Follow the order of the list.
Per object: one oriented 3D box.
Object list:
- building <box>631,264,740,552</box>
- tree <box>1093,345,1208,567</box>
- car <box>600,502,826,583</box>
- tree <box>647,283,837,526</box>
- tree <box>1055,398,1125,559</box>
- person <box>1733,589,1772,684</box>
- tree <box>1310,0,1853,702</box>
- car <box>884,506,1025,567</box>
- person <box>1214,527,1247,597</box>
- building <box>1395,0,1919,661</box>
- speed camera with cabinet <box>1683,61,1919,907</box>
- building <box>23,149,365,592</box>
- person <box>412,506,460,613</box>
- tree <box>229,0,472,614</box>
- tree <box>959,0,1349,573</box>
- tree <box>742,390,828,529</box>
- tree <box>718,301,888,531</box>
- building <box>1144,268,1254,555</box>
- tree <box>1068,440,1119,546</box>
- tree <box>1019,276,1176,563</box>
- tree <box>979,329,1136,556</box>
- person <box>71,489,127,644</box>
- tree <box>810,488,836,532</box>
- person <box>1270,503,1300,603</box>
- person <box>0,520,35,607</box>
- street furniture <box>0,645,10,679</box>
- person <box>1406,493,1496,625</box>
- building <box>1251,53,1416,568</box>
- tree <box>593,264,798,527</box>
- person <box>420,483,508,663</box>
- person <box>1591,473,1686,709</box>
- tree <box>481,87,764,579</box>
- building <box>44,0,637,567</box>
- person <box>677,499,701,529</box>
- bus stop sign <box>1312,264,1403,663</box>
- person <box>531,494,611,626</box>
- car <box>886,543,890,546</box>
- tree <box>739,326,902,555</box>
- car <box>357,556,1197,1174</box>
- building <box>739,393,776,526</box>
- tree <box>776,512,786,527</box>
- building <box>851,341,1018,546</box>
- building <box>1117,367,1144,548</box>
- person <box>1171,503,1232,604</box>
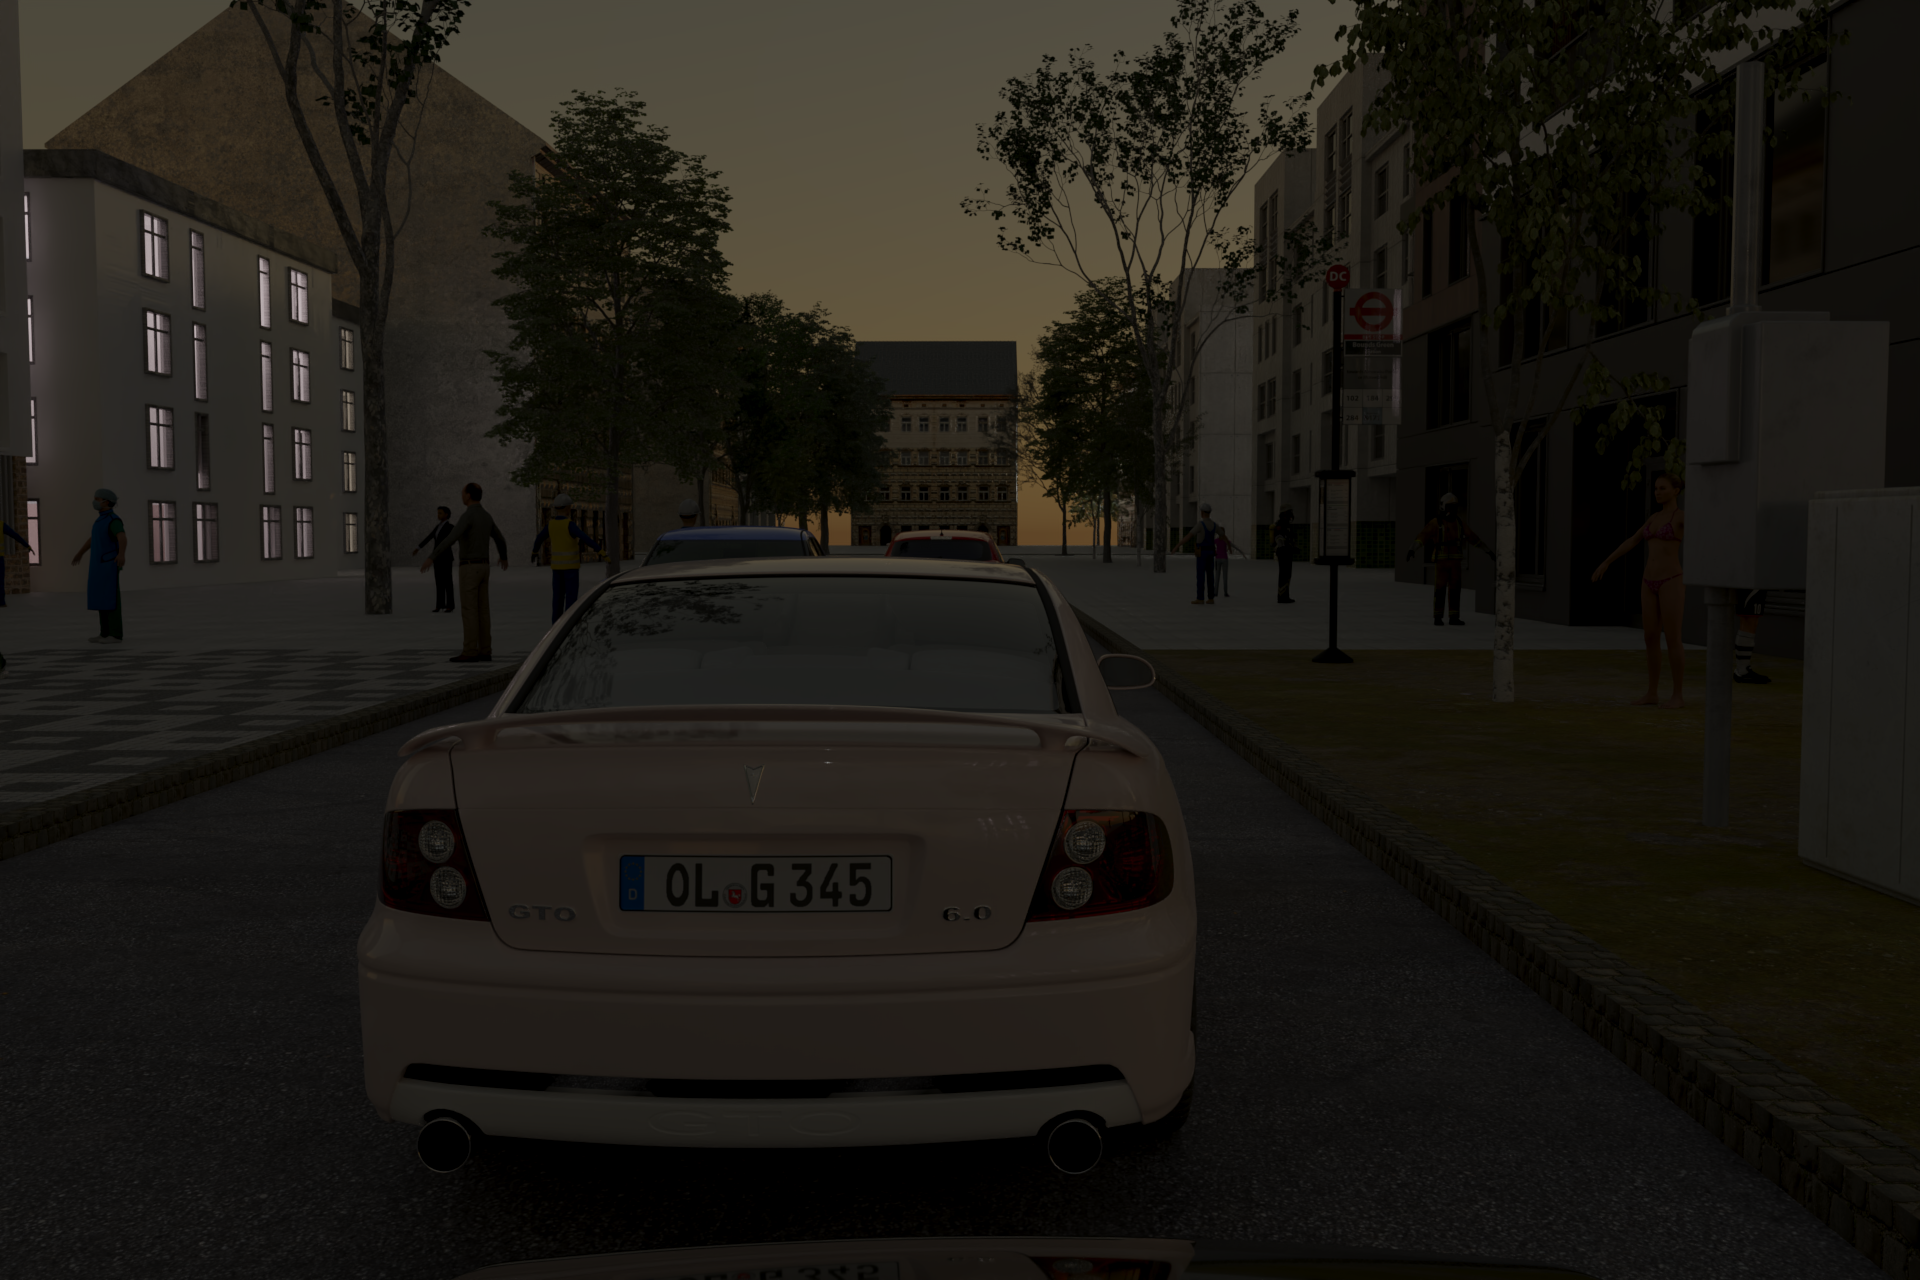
[{"bbox_3d":[-27.148,-18.394,131.677,19.493,23.208,18.063,0,4,-1],"label":"building"},{"bbox_3d":[6.880,-7.207,68.197,4.360,8.622,3.978,0,3,0],"label":"tree"},{"bbox_3d":[-1.726,-0.229,13.329,1.945,1.707,3.694,0,4,0],"label":"car"},{"bbox_3d":[-8.819,-8.856,70.558,9.928,11.665,9.643,0,3,0],"label":"tree"},{"bbox_3d":[6.802,-8.448,88.486,4.737,8.622,4.395,0,3,0],"label":"tree"},{"bbox_3d":[6.858,-0.540,14.971,0.704,1.843,1.345,1,4,21],"label":"person"},{"bbox_3d":[4.239,-3.818,12.794,4.737,8.622,4.395,0,3,0],"label":"tree"},{"bbox_3d":[-0.211,-0.829,22.602,2.155,1.783,4.494,0,4,1],"label":"car"},{"bbox_3d":[5.359,-1.600,35.419,0.991,1.433,0.599,1,4,18],"label":"person"},{"bbox_3d":[22.342,-11.379,30.016,27.936,21.610,32.646,0,4,0],"label":"building"},{"bbox_3d":[3.533,-0.756,6.703,0.660,3.252,2.038,0,4,-2],"label":"speed camera with cabinet"},{"bbox_3d":[-23.162,-6.720,52.023,9.099,9.664,28.070,0,4,1],"label":"building"},{"bbox_3d":[-8.495,-1.319,28.284,1.216,1.740,0.721,2,4,32],"label":"person"},{"bbox_3d":[-10.713,-10.445,26.658,12.611,20.169,13.585,0,3,0],"label":"tree"},{"bbox_3d":[6.312,-12.221,55.702,12.611,20.169,13.585,0,3,0],"label":"tree"},{"bbox_3d":[-8.647,-8.151,83.632,4.737,8.622,4.395,0,3,0],"label":"tree"},{"bbox_3d":[-8.591,-11.433,93.591,9.857,13.997,8.962,0,3,0],"label":"tree"},{"bbox_3d":[23.252,-15.740,123.804,16.747,18.905,31.486,0,3,0],"label":"building"},{"bbox_3d":[15.632,-16.657,190.466,7.486,12.596,7.792,0,3,0],"label":"tree"},{"bbox_3d":[6.222,-9.706,76.821,7.486,12.596,7.792,0,3,0],"label":"tree"},{"bbox_3d":[6.137,-11.740,102.325,12.009,13.543,11.850,0,3,0],"label":"tree"},{"bbox_3d":[-10.076,-0.872,20.386,1.347,1.817,0.704,3,5,42],"label":"person"},{"bbox_3d":[-15.050,-14.749,191.501,4.360,8.622,3.978,0,3,0],"label":"tree"},{"bbox_3d":[6.067,-1.614,32.167,0.705,1.856,1.354,1,4,22],"label":"person"},{"bbox_3d":[-16.925,-1.486,30.269,1.349,1.833,0.705,-2,4,-29],"label":"person"},{"bbox_3d":[-13.632,0.092,14.119,10.072,0.657,5.734,1,4,13],"label":"street furniture"},{"bbox_3d":[6.865,-1.135,24.319,1.354,1.858,0.705,-1,4,-12],"label":"person"},{"bbox_3d":[23.183,-12.596,72.396,16.747,18.905,31.486,0,4,0],"label":"building"},{"bbox_3d":[-9.193,-7.666,59.751,7.601,10.594,8.767,-2,4,-32],"label":"tree"},{"bbox_3d":[-4.905,-0.681,17.402,0.705,1.796,1.348,1,4,20],"label":"person"},{"bbox_3d":[5.165,-0.369,12.843,0.721,1.733,1.217,-1,4,-23],"label":"person"},{"bbox_3d":[-8.684,-7.746,44.772,7.486,12.596,7.792,0,3,0],"label":"tree"},{"bbox_3d":[-25.533,-14.999,76.162,19.493,23.208,18.063,0,4,1],"label":"building"},{"bbox_3d":[-2.624,-0.493,16.975,1.216,1.772,0.721,0,4,7],"label":"person"},{"bbox_3d":[3.957,-1.746,17.243,0.855,3.939,0.416,0,3,0],"label":"bus stop sign"},{"bbox_3d":[-4.792,-0.903,21.230,1.216,1.772,0.721,2,4,27],"label":"person"},{"bbox_3d":[-2.362,-4.178,80.679,2.083,1.381,4.827,0,4,0],"label":"car"},{"bbox_3d":[-8.392,-12.159,105.453,9.857,13.997,8.962,0,3,0],"label":"tree"},{"bbox_3d":[-0.364,0.418,5.527,2.083,1.381,4.827,0,4,0],"label":"car"},{"bbox_3d":[-26.950,-17.924,159.508,16.747,18.905,31.486,0,4,0],"label":"building"},{"bbox_3d":[-20.141,-14.948,194.756,4.737,8.622,4.395,0,3,0],"label":"tree"},{"bbox_3d":[-2.679,-22.172,195.904,18.063,23.208,19.493,0,4,1],"label":"building"},{"bbox_3d":[25.475,-20.650,168.548,19.493,23.208,18.063,0,3,0],"label":"building"},{"bbox_3d":[4.477,-1.581,31.706,1.347,1.847,0.705,-2,4,-28],"label":"person"}]
